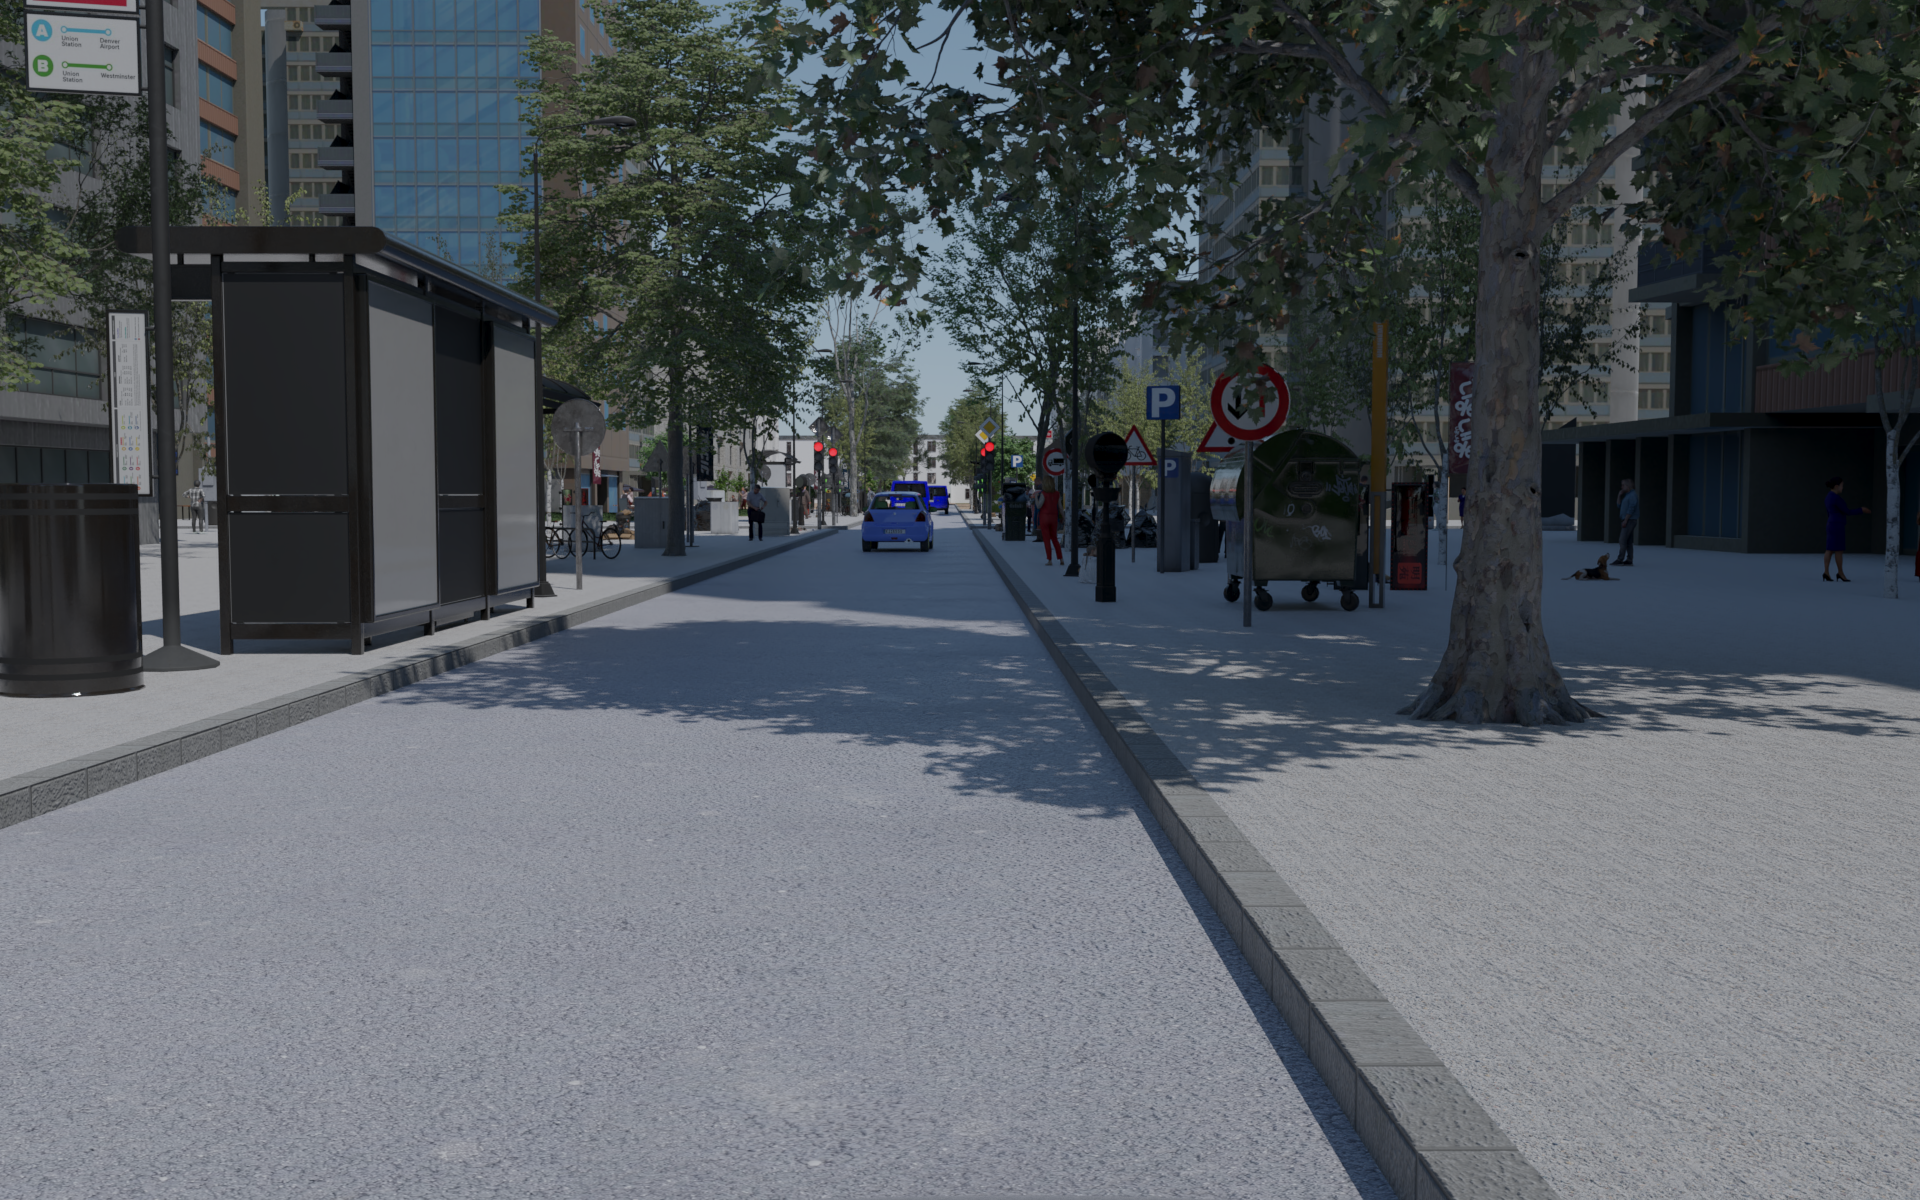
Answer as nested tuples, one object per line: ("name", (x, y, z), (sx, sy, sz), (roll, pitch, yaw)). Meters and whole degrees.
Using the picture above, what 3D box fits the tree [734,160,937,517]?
("tree", (-7.007, -14.687, 96.027), (12.611, 20.169, 13.585), (0, 3, 0))

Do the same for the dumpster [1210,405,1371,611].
("dumpster", (3.727, -1.051, 19.681), (1.502, 2.255, 1.985), (0, 4, 0))

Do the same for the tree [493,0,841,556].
("tree", (-5.931, -7.212, 36.051), (7.486, 12.596, 7.792), (0, 3, 0))

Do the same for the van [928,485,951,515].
("van", (-1.759, -7.260, 123.079), (2.240, 2.365, 5.245), (0, 4, -1))

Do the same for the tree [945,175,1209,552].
("tree", (2.298, -5.369, 38.146), (4.737, 8.622, 4.395), (0, 3, 0))

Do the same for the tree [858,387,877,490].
("tree", (-7.124, -9.889, 112.040), (4.737, 8.622, 4.395), (0, 3, 0))

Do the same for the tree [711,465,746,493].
("tree", (-15.394, -7.273, 113.516), (1.663, 3.219, 1.824), (0, 3, 0))

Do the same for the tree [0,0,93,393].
("tree", (-13.418, -6.123, 18.235), (7.486, 12.596, 7.792), (0, 3, 0))

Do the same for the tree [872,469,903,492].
("tree", (-7.333, -11.321, 168.807), (4.285, 4.588, 4.351), (0, 3, 0))

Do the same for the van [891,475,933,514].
("van", (-2.345, -4.696, 81.158), (2.240, 2.365, 5.245), (0, 4, -2))

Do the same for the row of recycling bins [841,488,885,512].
("row of recycling bins", (-7.069, -7.148, 123.978), (3.534, 1.692, 1.069), (-2, 4, -24))

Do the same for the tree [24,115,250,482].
("tree", (-15.646, -5.106, 33.853), (4.360, 8.622, 3.978), (0, 3, 0))

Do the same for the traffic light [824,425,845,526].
("traffic light", (-5.133, -4.995, 70.595), (0.839, 4.253, 0.868), (0, 4, 0))

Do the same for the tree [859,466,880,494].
("tree", (-6.261, -7.721, 120.840), (1.663, 3.219, 1.824), (0, 3, 0))

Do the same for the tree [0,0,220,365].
("tree", (-15.409, -5.660, 26.960), (8.767, 10.594, 7.601), (0, 4, 7))

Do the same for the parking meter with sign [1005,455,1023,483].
("parking meter with sign", (2.338, -5.017, 78.294), (0.543, 3.016, 1.738), (-1, 4, -14))

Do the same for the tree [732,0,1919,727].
("tree", (3.204, -5.661, 9.564), (9.611, 12.733, 9.660), (0, 3, 0))

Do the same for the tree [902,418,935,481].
("tree", (-6.212, -16.167, 198.747), (7.601, 10.594, 8.767), (-2, 4, -34))

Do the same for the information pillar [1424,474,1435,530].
("information pillar", (16.989, -3.562, 62.737), (0.304, 2.012, 0.304), (0, 4, -7))

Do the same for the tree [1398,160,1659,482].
("tree", (12.231, -5.273, 36.570), (4.360, 8.622, 3.978), (0, 3, 0))

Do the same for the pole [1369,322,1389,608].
("pole", (4.705, -1.566, 19.449), (0.158, 3.312, 0.155), (0, 3, 0))

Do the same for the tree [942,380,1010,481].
("tree", (1.649, -15.542, 172.235), (7.486, 12.596, 7.792), (0, 3, 0))

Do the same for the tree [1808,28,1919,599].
("tree", (11.373, -4.311, 20.855), (4.737, 8.622, 4.395), (0, 3, 0))

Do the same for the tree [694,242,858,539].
("tree", (-5.732, -6.063, 49.497), (4.737, 8.622, 4.395), (0, 3, 0))

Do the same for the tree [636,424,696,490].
("tree", (-12.784, -5.729, 77.383), (4.285, 4.588, 4.351), (0, 3, 0))

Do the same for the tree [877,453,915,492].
("tree", (-6.979, -14.043, 179.969), (4.360, 8.622, 3.978), (0, 3, 0))

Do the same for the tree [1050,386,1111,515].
("tree", (7.568, -10.126, 115.922), (4.360, 8.622, 3.978), (0, 3, 0))

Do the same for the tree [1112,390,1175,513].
("tree", (12.974, -10.232, 117.652), (4.360, 8.622, 3.978), (0, 3, 0))

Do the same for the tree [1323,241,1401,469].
("tree", (11.967, -6.024, 48.860), (4.360, 8.622, 3.978), (0, 3, 0))

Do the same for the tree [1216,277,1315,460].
("tree", (11.825, -6.555, 57.529), (4.737, 8.622, 4.395), (0, 3, 0))

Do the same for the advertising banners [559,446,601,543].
("advertising banners", (-10.097, -3.064, 46.285), (0.090, 3.025, 2.074), (1, 4, 21))

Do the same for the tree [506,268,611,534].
("tree", (-13.201, -6.434, 55.552), (4.737, 8.622, 4.395), (0, 3, 0))

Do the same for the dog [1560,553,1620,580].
("dog", (9.414, -0.496, 25.848), (0.550, 0.427, 0.748), (-3, 5, -42))

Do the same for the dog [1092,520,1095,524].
("dog", (4.512, -2.578, 59.891), (0.550, 0.427, 0.748), (2, 4, 33))

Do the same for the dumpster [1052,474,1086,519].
("dumpster", (3.691, -3.622, 61.716), (1.502, 2.255, 1.985), (0, 4, 0))

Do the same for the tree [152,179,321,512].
("tree", (-16.191, -5.465, 39.715), (4.737, 8.622, 4.395), (0, 3, 0))

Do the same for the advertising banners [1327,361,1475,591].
("advertising banners", (5.946, -1.639, 22.987), (2.074, 3.025, 0.090), (0, 4, 8))

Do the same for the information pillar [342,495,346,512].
("information pillar", (-9.808, -1.428, 27.841), (0.304, 2.012, 0.304), (2, 4, 31))

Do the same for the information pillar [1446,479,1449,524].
("information pillar", (21.113, -4.337, 75.402), (0.304, 2.012, 0.304), (1, 4, 11))

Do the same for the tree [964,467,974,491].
("tree", (1.469, -15.867, 209.784), (4.360, 8.622, 3.978), (0, 3, 0))

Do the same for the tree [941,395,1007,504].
("tree", (1.371, -19.132, 219.466), (9.857, 13.997, 8.962), (0, 3, 0))

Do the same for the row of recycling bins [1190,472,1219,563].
("row of recycling bins", (4.508, -1.633, 33.812), (1.069, 1.692, 3.534), (0, 4, 3))

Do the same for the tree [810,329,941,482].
("tree", (-6.951, -13.814, 132.520), (9.857, 13.997, 8.962), (0, 3, 0))

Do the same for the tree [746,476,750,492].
("tree", (-17.096, -8.544, 134.295), (1.663, 3.219, 1.824), (0, 3, 0))

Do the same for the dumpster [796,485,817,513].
("dumpster", (-10.392, -6.956, 116.231), (1.502, 2.255, 1.985), (0, 4, 0))

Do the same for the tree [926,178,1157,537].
("tree", (2.549, -7.755, 52.544), (9.928, 11.665, 9.643), (0, 3, 0))

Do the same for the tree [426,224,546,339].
("tree", (-13.324, -5.946, 47.582), (4.360, 8.622, 3.978), (0, 3, 0))

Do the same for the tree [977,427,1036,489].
("tree", (2.494, -6.164, 84.496), (4.285, 4.588, 4.351), (0, 3, 0))

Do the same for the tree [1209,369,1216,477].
("tree", (10.805, -7.945, 80.265), (4.737, 8.622, 4.395), (0, 3, 0))

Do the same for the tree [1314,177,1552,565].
("tree", (8.753, -4.956, 31.400), (4.737, 8.622, 4.395), (0, 3, 0))

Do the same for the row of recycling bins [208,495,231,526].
("row of recycling bins", (-30.242, -3.968, 71.997), (1.069, 1.692, 3.534), (0, 4, 3))

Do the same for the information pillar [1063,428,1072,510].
("information pillar", (3.740, -4.134, 58.948), (0.504, 3.616, 0.183), (-3, 4, -36))

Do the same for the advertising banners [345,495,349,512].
("advertising banners", (-7.580, -1.606, 22.453), (0.090, 3.025, 2.074), (-3, 5, -41))

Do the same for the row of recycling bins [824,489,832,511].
("row of recycling bins", (-8.696, -7.475, 129.330), (3.534, 1.692, 1.069), (2, 4, 35))

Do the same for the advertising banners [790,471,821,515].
("advertising banners", (-9.344, -6.659, 105.064), (2.074, 3.025, 0.090), (1, 4, 18))

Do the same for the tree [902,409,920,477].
("tree", (-7.351, -14.756, 159.381), (7.486, 12.596, 7.792), (0, 3, 0))

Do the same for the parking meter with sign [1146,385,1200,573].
("parking meter with sign", (3.572, -1.983, 28.676), (0.543, 3.016, 1.738), (1, 4, 22))

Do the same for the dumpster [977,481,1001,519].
("dumpster", (1.663, -5.294, 89.051), (1.502, 2.255, 1.985), (0, 4, 0))
